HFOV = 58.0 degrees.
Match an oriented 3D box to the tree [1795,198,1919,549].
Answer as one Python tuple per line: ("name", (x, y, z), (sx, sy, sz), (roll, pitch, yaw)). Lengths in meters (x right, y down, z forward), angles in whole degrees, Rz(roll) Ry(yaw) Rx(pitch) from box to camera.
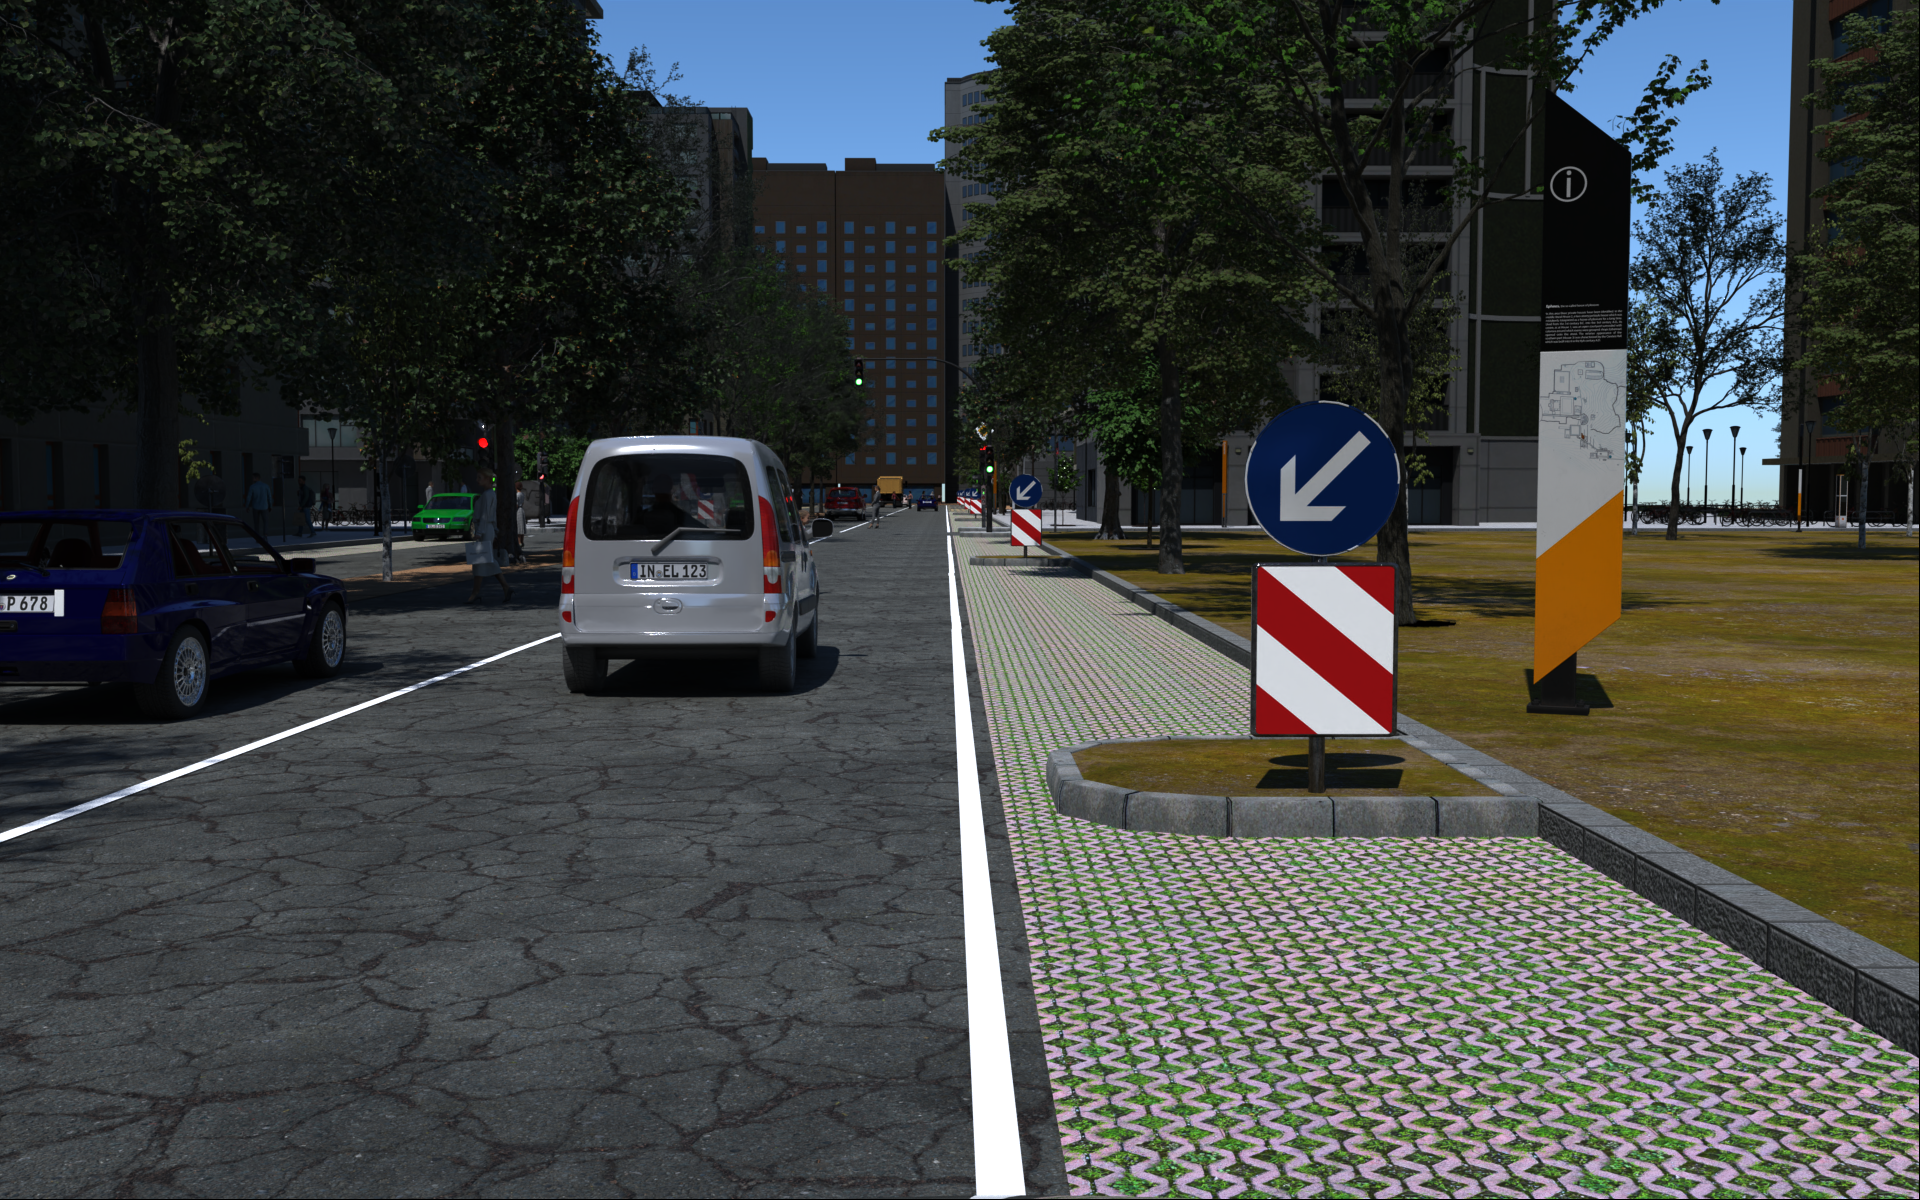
("tree", (21.506, -5.521, 40.625), (4.737, 8.622, 4.395), (0, 3, 0))

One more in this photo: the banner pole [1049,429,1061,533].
("banner pole", (3.175, -4.098, 57.027), (0.401, 3.779, 0.863), (0, 4, -5))

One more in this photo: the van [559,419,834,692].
("van", (-2.052, -0.422, 13.905), (2.013, 2.044, 4.112), (0, 4, -1))

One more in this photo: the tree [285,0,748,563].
("tree", (-9.476, -7.122, 35.911), (9.611, 12.733, 9.660), (0, 3, 0))

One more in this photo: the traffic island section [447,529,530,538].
("traffic island section", (-15.845, -2.182, 57.948), (2.009, 0.180, 2.903), (0, 4, 0))

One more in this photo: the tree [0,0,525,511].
("tree", (-9.551, -6.798, 20.254), (9.857, 13.997, 8.962), (0, 3, 0))

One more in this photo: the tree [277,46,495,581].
("tree", (-9.308, -4.586, 27.802), (4.737, 8.622, 4.395), (0, 3, 0))

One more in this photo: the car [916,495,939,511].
("car", (-2.711, -8.094, 144.919), (1.945, 1.354, 3.894), (0, 3, 0))

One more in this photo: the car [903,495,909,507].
("car", (-6.798, -11.467, 199.839), (2.083, 1.381, 4.827), (0, 3, 0))

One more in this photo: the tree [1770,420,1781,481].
("tree", (57.018, -8.911, 108.594), (11.467, 7.101, 20.602), (0, 4, -3))

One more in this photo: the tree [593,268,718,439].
("tree", (-9.659, -6.290, 55.667), (4.360, 8.622, 3.978), (0, 3, 0))

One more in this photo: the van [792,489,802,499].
("van", (-13.522, -8.006, 137.907), (2.013, 2.044, 4.112), (0, 4, -2))

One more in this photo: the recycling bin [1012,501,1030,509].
("recycling bin", (3.068, -4.533, 86.671), (0.722, 1.027, 0.722), (2, 4, 25))

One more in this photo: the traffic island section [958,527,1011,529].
("traffic island section", (0.929, -2.678, 66.069), (2.009, 0.180, 2.903), (0, 4, 0))

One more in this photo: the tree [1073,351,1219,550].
("tree", (4.319, -3.450, 40.120), (4.285, 4.588, 4.351), (0, 3, 0))

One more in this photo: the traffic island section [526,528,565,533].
("traffic island section", (-15.911, -2.670, 65.933), (2.009, 0.180, 2.903), (0, 4, 0))

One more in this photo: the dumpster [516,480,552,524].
("dumpster", (-18.208, -4.162, 73.800), (1.264, 1.857, 1.865), (0, 4, -1))

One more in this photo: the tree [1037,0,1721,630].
("tree", (4.186, -5.567, 16.783), (9.928, 11.665, 9.643), (0, 3, 0))

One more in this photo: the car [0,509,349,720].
("car", (-5.755, 0.014, 12.352), (1.945, 1.354, 3.894), (0, 4, 0))

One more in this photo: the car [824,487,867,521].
("car", (-6.188, -5.203, 93.742), (2.281, 1.827, 5.304), (0, 4, 0))

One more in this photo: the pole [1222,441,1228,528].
("pole", (10.122, -4.427, 66.220), (0.158, 3.312, 0.155), (0, 3, 0))

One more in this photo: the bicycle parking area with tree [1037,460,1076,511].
("bicycle parking area with tree", (10.628, -9.145, 136.530), (8.231, 4.147, 9.016), (-2, 4, -32))

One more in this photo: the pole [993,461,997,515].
("pole", (2.178, -6.978, 107.938), (0.158, 3.312, 0.155), (0, 3, 0))

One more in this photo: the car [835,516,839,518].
("car", (-6.640, -5.715, 102.244), (1.959, 1.807, 4.718), (0, 4, 1))

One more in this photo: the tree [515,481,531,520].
("tree", (-21.801, -5.578, 85.803), (1.663, 3.219, 1.824), (0, 3, 0))

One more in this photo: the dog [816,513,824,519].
("dog", (-7.918, -4.734, 97.601), (0.550, 0.427, 0.748), (-1, 4, -19))

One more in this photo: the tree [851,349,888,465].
("tree", (-9.748, -10.417, 83.139), (12.009, 13.543, 11.850), (0, 3, 0))

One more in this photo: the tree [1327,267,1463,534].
("tree", (13.972, -6.384, 54.734), (4.737, 8.622, 4.395), (0, 3, 0))

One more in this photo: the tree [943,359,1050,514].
("tree", (2.337, -10.877, 112.256), (7.601, 10.594, 8.767), (0, 4, 4))

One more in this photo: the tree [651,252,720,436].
("tree", (-9.759, -8.703, 70.505), (9.928, 11.665, 9.643), (0, 3, 0))

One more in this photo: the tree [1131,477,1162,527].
("tree", (7.383, -4.485, 67.930), (1.663, 3.219, 1.824), (0, 3, 0))

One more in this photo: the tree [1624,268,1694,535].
("tree", (20.935, -6.346, 54.124), (4.737, 8.622, 4.395), (0, 3, 0))

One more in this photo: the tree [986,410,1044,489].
("tree", (3.287, -9.155, 100.051), (4.360, 8.622, 3.978), (0, 3, 0))

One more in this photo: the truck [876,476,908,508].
("truck", (-7.518, -11.756, 188.140), (3.469, 3.379, 9.791), (0, 4, 0))

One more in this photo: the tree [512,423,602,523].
("tree", (-18.757, -5.710, 77.071), (4.285, 4.588, 4.351), (0, 3, 0))

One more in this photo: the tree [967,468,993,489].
("tree", (2.338, -12.634, 190.277), (4.285, 4.588, 4.351), (0, 3, 0))

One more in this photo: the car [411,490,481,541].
("car", (-15.652, -2.747, 53.704), (1.959, 1.807, 4.718), (0, 4, -2))

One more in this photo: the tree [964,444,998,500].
("tree", (2.284, -15.431, 202.664), (4.737, 8.622, 4.395), (0, 3, 0))

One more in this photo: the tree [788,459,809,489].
("tree", (-19.417, -15.617, 205.695), (4.360, 8.622, 3.978), (0, 3, 0))

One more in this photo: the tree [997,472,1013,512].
("tree", (3.494, -9.062, 142.759), (1.663, 3.219, 1.824), (0, 3, 0))

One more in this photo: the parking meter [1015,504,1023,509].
("parking meter", (2.814, -4.705, 82.644), (0.255, 1.863, 0.399), (-2, 4, -31))

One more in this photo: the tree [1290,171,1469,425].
("tree", (9.864, -5.495, 40.213), (4.360, 8.622, 3.978), (0, 3, 0))

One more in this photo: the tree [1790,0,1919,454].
("tree", (19.586, -6.989, 32.397), (7.486, 12.596, 7.792), (0, 3, 0))

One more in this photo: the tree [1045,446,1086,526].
("tree", (4.252, -4.570, 69.322), (1.663, 3.219, 1.824), (0, 3, 0))

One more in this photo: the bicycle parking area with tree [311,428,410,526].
("bicycle parking area with tree", (-27.691, -5.251, 72.853), (9.016, 4.147, 8.231), (1, 4, 19))

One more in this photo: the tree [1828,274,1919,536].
("tree", (28.571, -6.239, 52.364), (4.360, 8.622, 3.978), (0, 3, 0))

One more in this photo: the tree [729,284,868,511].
("tree", (-9.976, -12.013, 105.524), (9.857, 13.997, 8.962), (0, 3, 0))

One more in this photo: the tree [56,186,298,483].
("tree", (-18.145, -5.401, 38.670), (4.737, 8.622, 4.395), (0, 3, 0))

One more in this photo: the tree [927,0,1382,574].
("tree", (3.071, -6.681, 27.363), (7.486, 12.596, 7.792), (0, 3, 0))

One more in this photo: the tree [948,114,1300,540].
("tree", (4.391, -8.060, 48.793), (9.611, 12.733, 9.660), (0, 3, 0))

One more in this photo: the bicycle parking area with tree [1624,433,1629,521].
("bicycle parking area with tree", (31.946, -5.616, 78.831), (9.016, 4.147, 8.231), (0, 4, -5))

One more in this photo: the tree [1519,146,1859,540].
("tree", (19.711, -6.911, 47.404), (8.767, 10.594, 7.601), (0, 4, 2))

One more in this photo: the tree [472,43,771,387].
("tree", (-9.347, -8.222, 47.251), (12.009, 13.543, 11.850), (0, 3, 0))

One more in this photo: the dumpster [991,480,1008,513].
("dumpster", (2.599, -7.206, 120.316), (1.502, 2.255, 1.985), (0, 4, 0))

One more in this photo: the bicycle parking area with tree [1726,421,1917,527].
("bicycle parking area with tree", (33.141, -5.107, 70.494), (9.016, 4.147, 8.231), (0, 4, 6))
